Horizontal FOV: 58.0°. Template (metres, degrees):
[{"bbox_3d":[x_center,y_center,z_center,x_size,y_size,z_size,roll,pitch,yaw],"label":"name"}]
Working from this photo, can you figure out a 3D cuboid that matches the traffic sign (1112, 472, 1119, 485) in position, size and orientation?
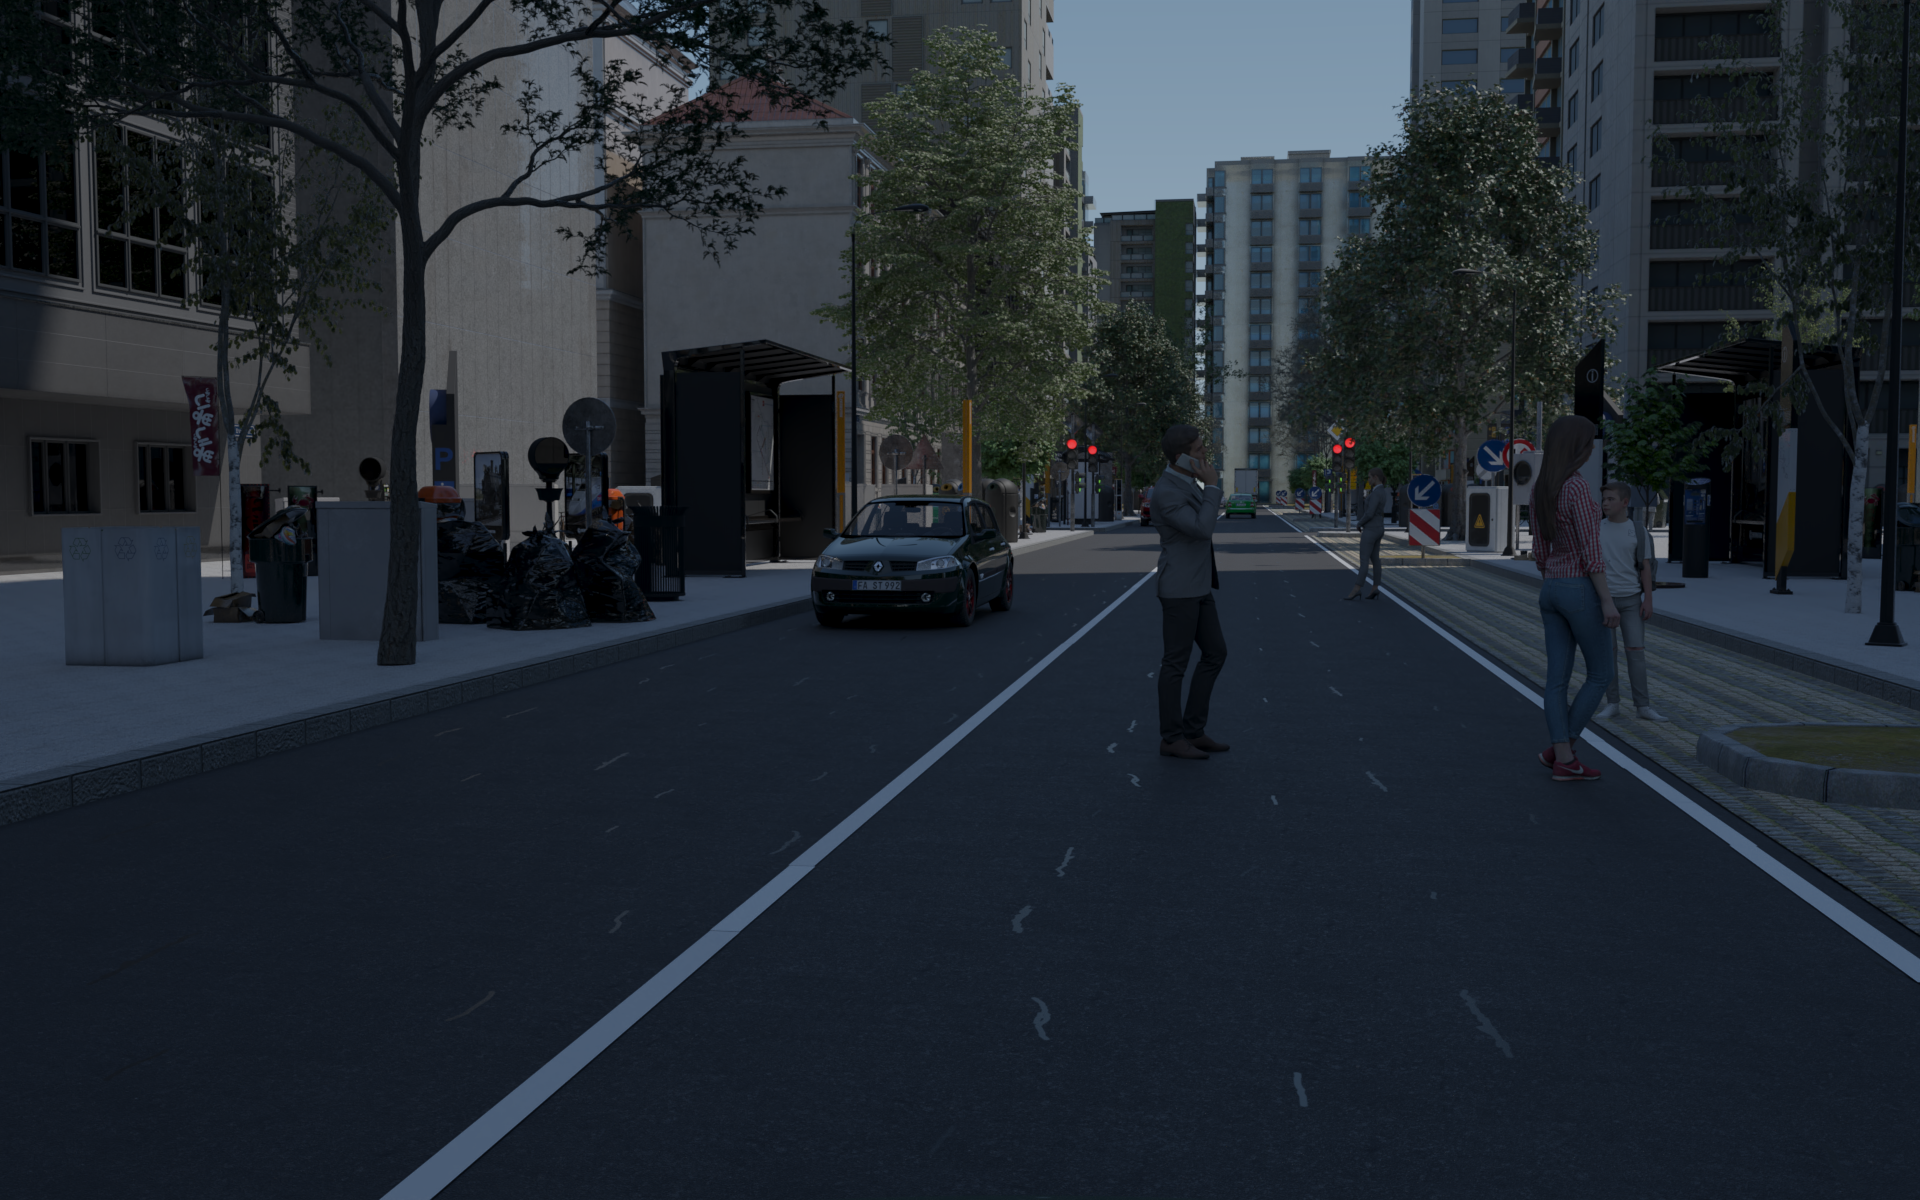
[{"bbox_3d":[7.387,-5.122,84.927,0.795,2.450,0.064,1,4,10],"label":"traffic sign"}]

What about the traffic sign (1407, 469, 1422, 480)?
[{"bbox_3d":[23.268,-5.417,88.678,0.768,2.556,0.104,1,4,14],"label":"traffic sign"}]

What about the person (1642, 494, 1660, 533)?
[{"bbox_3d":[23.636,-3.101,59.395,0.606,1.804,0.583,1,4,11],"label":"person"}]

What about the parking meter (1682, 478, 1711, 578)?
[{"bbox_3d":[11.286,-1.109,26.541,0.372,1.533,0.369,0,3,0],"label":"parking meter"}]

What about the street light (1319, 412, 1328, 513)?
[{"bbox_3d":[20.921,-7.595,96.715,1.470,5.913,1.316,1,4,9],"label":"street light"}]

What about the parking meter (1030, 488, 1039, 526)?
[{"bbox_3d":[3.003,-3.748,69.684,0.372,1.533,0.369,0,3,0],"label":"parking meter"}]

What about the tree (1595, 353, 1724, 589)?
[{"bbox_3d":[9.634,-1.791,23.890,1.663,3.219,1.824,0,3,0],"label":"tree"}]

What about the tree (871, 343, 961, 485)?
[{"bbox_3d":[-1.953,-7.726,76.684,4.737,8.622,4.395,0,3,0],"label":"tree"}]

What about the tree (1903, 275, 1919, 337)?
[{"bbox_3d":[19.232,-4.913,30.689,4.737,8.622,4.395,0,3,0],"label":"tree"}]

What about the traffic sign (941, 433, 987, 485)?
[{"bbox_3d":[0.461,-3.881,57.331,2.265,3.308,0.079,1,4,16],"label":"traffic sign"}]

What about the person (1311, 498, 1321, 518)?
[{"bbox_3d":[19.367,-5.266,94.376,0.755,1.850,0.659,3,4,36],"label":"person"}]

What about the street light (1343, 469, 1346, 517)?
[{"bbox_3d":[17.339,-6.274,75.126,1.470,5.913,1.316,1,4,9],"label":"street light"}]

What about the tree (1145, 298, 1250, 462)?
[{"bbox_3d":[21.501,-19.018,166.836,12.611,20.169,13.585,0,3,0],"label":"tree"}]

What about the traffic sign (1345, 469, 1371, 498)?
[{"bbox_3d":[25.594,-7.123,110.332,2.265,3.308,0.079,1,4,19],"label":"traffic sign"}]

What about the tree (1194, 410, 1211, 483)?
[{"bbox_3d":[23.438,-16.367,185.728,7.486,12.596,7.792,0,3,0],"label":"tree"}]

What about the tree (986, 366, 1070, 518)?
[{"bbox_3d":[3.514,-8.687,92.389,4.737,8.622,4.395,0,3,0],"label":"tree"}]

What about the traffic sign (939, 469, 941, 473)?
[{"bbox_3d":[-0.344,-3.571,58.492,0.768,2.556,0.104,1,4,17],"label":"traffic sign"}]

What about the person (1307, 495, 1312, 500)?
[{"bbox_3d":[44.530,-12.943,220.651,0.750,1.759,0.617,1,4,12],"label":"person"}]

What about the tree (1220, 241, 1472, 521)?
[{"bbox_3d":[19.301,-10.529,82.513,12.009,13.543,11.850,0,3,0],"label":"tree"}]

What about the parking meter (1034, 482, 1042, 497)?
[{"bbox_3d":[3.791,-4.939,86.463,0.255,1.863,0.399,-1,4,-14],"label":"parking meter"}]

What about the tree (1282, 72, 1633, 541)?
[{"bbox_3d":[13.703,-7.982,47.507,9.611,12.733,9.660,0,3,0],"label":"tree"}]

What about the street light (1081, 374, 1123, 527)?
[{"bbox_3d":[5.408,-5.785,67.133,1.470,5.913,1.316,1,4,9],"label":"street light"}]

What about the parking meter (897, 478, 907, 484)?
[{"bbox_3d":[-2.111,-3.400,61.305,0.399,1.863,0.255,-2,4,-33],"label":"parking meter"}]

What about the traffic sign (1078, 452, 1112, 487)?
[{"bbox_3d":[6.326,-5.565,84.862,2.265,3.308,0.079,1,4,13],"label":"traffic sign"}]

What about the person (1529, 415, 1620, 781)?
[{"bbox_3d":[3.077,-0.008,8.646,0.388,1.821,0.555,-2,4,-25],"label":"person"}]

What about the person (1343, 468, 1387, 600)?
[{"bbox_3d":[5.506,-0.903,23.536,0.573,1.790,0.520,1,4,10],"label":"person"}]

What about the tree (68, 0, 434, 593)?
[{"bbox_3d":[-8.930,-4.366,21.754,4.360,8.622,3.978,0,3,0],"label":"tree"}]

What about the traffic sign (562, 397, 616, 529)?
[{"bbox_3d":[-4.887,-1.387,22.789,0.768,2.556,0.104,1,4,13],"label":"traffic sign"}]

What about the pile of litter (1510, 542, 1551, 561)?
[{"bbox_3d":[11.418,-1.180,33.260,1.176,0.858,1.719,-2,4,-26],"label":"pile of litter"}]

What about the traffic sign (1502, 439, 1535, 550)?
[{"bbox_3d":[12.858,-2.433,39.885,0.768,2.556,0.104,1,4,12],"label":"traffic sign"}]

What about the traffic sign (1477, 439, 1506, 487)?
[{"bbox_3d":[12.430,-2.465,40.403,0.768,2.556,0.104,1,4,13],"label":"traffic sign"}]

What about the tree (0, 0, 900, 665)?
[{"bbox_3d":[-3.910,-4.795,12.810,7.601,10.594,8.767,-1,4,-17],"label":"tree"}]

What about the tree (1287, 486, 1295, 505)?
[{"bbox_3d":[41.144,-13.345,212.785,1.663,3.219,1.824,0,3,0],"label":"tree"}]

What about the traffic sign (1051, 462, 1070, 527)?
[{"bbox_3d":[3.922,-4.155,68.038,0.768,2.556,0.104,1,4,15],"label":"traffic sign"}]

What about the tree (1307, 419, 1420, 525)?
[{"bbox_3d":[17.523,-5.374,71.587,4.285,4.588,4.351,0,3,0],"label":"tree"}]

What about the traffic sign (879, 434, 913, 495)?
[{"bbox_3d":[-1.374,-2.254,36.961,0.768,2.556,0.104,1,4,16],"label":"traffic sign"}]

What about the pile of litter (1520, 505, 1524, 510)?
[{"bbox_3d":[31.724,-5.182,98.683,1.176,0.858,1.719,0,4,-8],"label":"pile of litter"}]

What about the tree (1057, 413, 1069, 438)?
[{"bbox_3d":[9.480,-11.080,131.514,4.360,8.622,3.978,0,3,0],"label":"tree"}]

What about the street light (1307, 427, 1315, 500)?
[{"bbox_3d":[24.386,-8.892,117.929,1.470,5.913,1.316,1,4,9],"label":"street light"}]

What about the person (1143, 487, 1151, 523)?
[{"bbox_3d":[9.326,-4.730,86.005,0.590,1.801,0.661,0,4,-2],"label":"person"}]

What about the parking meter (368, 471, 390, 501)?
[{"bbox_3d":[-12.333,-1.900,36.782,0.399,1.863,0.255,1,4,13],"label":"parking meter"}]

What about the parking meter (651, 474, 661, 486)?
[{"bbox_3d":[-8.990,-2.801,51.514,0.399,1.863,0.255,2,4,26],"label":"parking meter"}]

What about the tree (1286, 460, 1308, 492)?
[{"bbox_3d":[27.453,-9.055,131.770,4.285,4.588,4.351,0,3,0],"label":"tree"}]

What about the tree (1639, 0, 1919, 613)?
[{"bbox_3d":[9.659,-4.177,18.654,4.360,8.622,3.978,0,3,0],"label":"tree"}]

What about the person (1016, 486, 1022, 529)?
[{"bbox_3d":[2.103,-3.410,64.795,0.519,1.759,0.362,3,5,42],"label":"person"}]

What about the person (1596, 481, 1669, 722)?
[{"bbox_3d":[4.210,0.007,10.982,0.503,1.515,0.523,0,4,-8],"label":"person"}]

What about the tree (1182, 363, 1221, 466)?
[{"bbox_3d":[15.872,-13.978,138.908,12.009,13.543,11.850,0,3,0],"label":"tree"}]

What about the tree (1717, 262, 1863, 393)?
[{"bbox_3d":[25.542,-6.286,53.142,4.737,8.622,4.395,0,3,0],"label":"tree"}]

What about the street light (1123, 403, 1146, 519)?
[{"bbox_3d":[8.780,-7.084,88.363,1.470,5.913,1.316,1,4,9],"label":"street light"}]

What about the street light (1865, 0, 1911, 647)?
[{"bbox_3d":[7.330,-2.573,14.617,1.470,5.913,1.316,1,4,9],"label":"street light"}]

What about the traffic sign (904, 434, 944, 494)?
[{"bbox_3d":[-0.775,-2.287,37.397,0.884,2.594,0.081,1,4,13],"label":"traffic sign"}]

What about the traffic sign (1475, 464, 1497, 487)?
[{"bbox_3d":[19.471,-3.916,64.140,0.768,2.556,0.104,1,4,16],"label":"traffic sign"}]

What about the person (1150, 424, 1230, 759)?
[{"bbox_3d":[1.265,-0.047,9.448,0.473,1.802,0.592,2,4,31],"label":"person"}]

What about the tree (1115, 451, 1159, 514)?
[{"bbox_3d":[11.669,-7.871,112.412,4.285,4.588,4.351,0,3,0],"label":"tree"}]

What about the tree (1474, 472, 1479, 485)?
[{"bbox_3d":[35.313,-7.505,117.311,1.663,3.219,1.824,0,3,0],"label":"tree"}]

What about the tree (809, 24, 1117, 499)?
[{"bbox_3d":[0.102,-7.638,43.012,7.486,12.596,7.792,0,3,0],"label":"tree"}]

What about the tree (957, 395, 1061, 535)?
[{"bbox_3d":[1.517,-4.337,54.626,4.285,4.588,4.351,0,3,0],"label":"tree"}]

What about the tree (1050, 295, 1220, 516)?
[{"bbox_3d":[9.657,-11.207,100.244,9.611,12.733,9.660,0,3,0],"label":"tree"}]

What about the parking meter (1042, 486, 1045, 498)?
[{"bbox_3d":[6.073,-7.443,127.396,0.255,1.863,0.399,1,4,15],"label":"parking meter"}]
